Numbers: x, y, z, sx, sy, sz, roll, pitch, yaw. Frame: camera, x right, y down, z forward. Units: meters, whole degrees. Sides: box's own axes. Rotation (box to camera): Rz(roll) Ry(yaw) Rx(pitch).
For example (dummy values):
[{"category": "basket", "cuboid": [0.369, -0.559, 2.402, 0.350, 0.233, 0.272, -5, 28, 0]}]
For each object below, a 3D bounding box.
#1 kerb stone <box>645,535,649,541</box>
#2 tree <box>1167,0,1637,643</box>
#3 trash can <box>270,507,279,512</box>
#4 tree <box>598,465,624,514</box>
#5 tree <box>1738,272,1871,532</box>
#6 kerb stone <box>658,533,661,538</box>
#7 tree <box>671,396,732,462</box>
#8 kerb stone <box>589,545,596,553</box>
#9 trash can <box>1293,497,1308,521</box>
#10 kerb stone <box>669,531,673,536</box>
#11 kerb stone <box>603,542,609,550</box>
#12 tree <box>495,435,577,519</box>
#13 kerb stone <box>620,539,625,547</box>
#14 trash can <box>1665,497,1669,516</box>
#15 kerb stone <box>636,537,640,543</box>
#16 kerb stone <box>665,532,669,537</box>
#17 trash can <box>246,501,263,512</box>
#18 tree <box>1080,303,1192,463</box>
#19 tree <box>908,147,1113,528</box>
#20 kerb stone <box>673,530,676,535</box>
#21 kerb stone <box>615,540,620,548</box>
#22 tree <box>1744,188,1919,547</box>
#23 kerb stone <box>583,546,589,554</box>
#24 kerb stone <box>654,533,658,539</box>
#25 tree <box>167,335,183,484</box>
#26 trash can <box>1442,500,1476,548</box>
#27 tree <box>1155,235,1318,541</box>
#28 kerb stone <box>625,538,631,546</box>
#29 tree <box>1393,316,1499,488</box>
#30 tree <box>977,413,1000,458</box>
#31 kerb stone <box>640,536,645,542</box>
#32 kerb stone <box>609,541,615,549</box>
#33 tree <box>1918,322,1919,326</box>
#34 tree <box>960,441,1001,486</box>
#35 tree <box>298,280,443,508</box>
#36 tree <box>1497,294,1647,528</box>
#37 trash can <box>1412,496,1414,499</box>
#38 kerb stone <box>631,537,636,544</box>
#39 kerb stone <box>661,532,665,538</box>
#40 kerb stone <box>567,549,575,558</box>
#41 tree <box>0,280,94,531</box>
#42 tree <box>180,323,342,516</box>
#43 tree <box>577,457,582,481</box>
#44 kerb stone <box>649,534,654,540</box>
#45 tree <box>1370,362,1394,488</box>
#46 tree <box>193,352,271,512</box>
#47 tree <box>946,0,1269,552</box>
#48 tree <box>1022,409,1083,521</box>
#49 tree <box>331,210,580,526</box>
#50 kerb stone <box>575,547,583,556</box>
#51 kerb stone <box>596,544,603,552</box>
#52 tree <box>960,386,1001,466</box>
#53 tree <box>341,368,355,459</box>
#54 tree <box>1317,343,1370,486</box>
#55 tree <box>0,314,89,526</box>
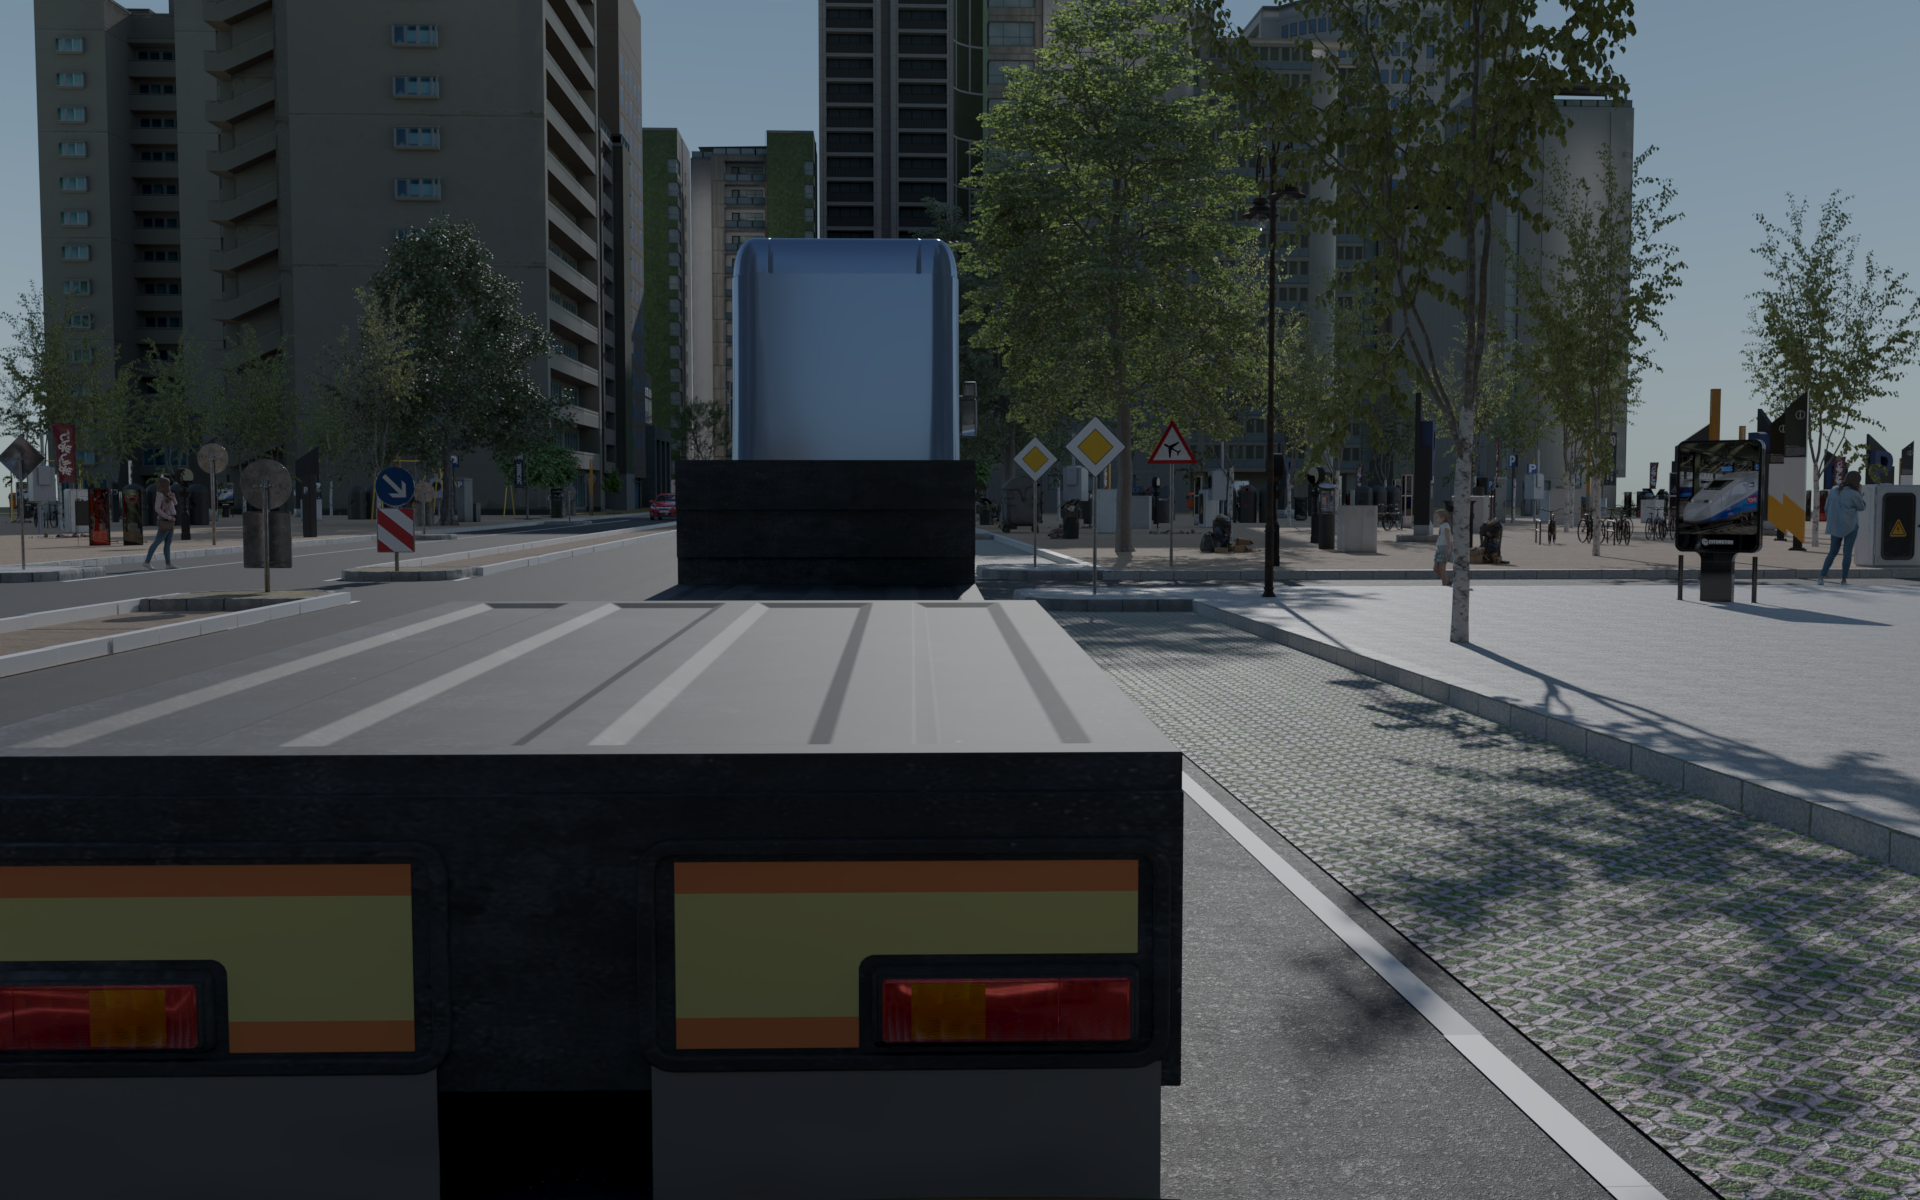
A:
[{"category": "kerb stone", "cuboid": [-9.596, -1.844, 52.384, 0.120, 0.150, 1.000, 0, 4, -3]}, {"category": "tree", "cuboid": [4.170, -3.950, 14.939, 4.737, 8.622, 4.395, 0, 3, 0]}, {"category": "trash can", "cuboid": [-31.697, -4.171, 79.844, 0.748, 1.137, 0.748, 0, 3, 0]}, {"category": "tree", "cuboid": [-22.726, -7.294, 113.852, 1.663, 3.219, 1.824, 0, 3, 0]}, {"category": "tree", "cuboid": [28.202, -6.608, 58.400, 4.360, 8.622, 3.978, 0, 3, 0]}, {"category": "kerb stone", "cuboid": [-9.763, -2.034, 55.446, 0.120, 0.150, 1.000, 0, 4, -3]}, {"category": "tree", "cuboid": [-27.053, -15.660, 181.793, 9.928, 11.665, 9.643, 0, 3, 0]}, {"category": "kerb stone", "cuboid": [-9.054, -1.215, 42.137, 0.120, 0.150, 1.000, 0, 4, -3]}, {"category": "trash can", "cuboid": [16.322, -4.361, 82.960, 0.748, 1.137, 0.748, 0, 3, 0]}, {"category": "kerb stone", "cuboid": [-9.918, -2.223, 58.533, 0.120, 0.150, 1.000, 0, 4, -3]}, {"category": "kerb stone", "cuboid": [-9.158, -1.343, 44.182, 0.120, 0.150, 1.000, 0, 4, -3]}, {"category": "tree", "cuboid": [-22.259, -6.437, 88.967, 4.285, 4.588, 4.351, 0, 3, 0]}, {"category": "kerb stone", "cuboid": [-9.332, -1.532, 47.246, 0.120, 0.150, 1.000, 0, 4, -3]}, {"category": "trash can", "cuboid": [41.397, -5.454, 100.820, 0.748, 1.137, 0.748, 0, 3, 0]}, {"category": "kerb stone", "cuboid": [-9.493, -1.717, 50.332, 0.120, 0.150, 1.000, 0, 4, -3]}, {"category": "kerb stone", "cuboid": [-9.868, -2.157, 57.512, 0.120, 0.150, 1.000, 0, 4, -3]}, {"category": "trash can", "cuboid": [-32.045, -4.092, 78.552, 0.748, 1.137, 0.748, 0, 3, 0]}, {"category": "tree", "cuboid": [9.134, -10.200, 92.533, 9.928, 11.665, 9.643, 0, 3, 0]}, {"category": "tree", "cuboid": [1.789, -9.659, 64.584, 9.857, 13.997, 8.962, 0, 3, 0]}, {"category": "kerb stone", "cuboid": [-9.976, -2.276, 59.555, 0.120, 0.150, 1.000, 0, 4, -3]}, {"category": "kerb stone", "cuboid": [-9.272, -1.470, 46.226, 0.120, 0.150, 1.000, 0, 4, -3]}, {"category": "tree", "cuboid": [20.956, -5.596, 41.851, 4.737, 8.622, 4.395, 0, 3, 0]}, {"category": "kerb stone", "cuboid": [-8.999, -1.157, 41.116, 0.120, 0.150, 1.000, 0, 4, -3]}, {"category": "kerb stone", "cuboid": [-9.702, -1.971, 54.425, 0.120, 0.150, 1.000, 0, 4, -3]}, {"category": "tree", "cuboid": [-35.326, -7.818, 78.188, 4.737, 8.622, 4.395, 0, 3, 0]}, {"category": "trash can", "cuboid": [11.128, -1.649, 38.616, 0.748, 1.137, 0.748, 0, 3, 0]}, {"category": "tree", "cuboid": [7.458, -5.964, 47.874, 4.360, 8.622, 3.978, 0, 3, 0]}, {"category": "kerb stone", "cuboid": [-9.376, -1.595, 48.278, 0.120, 0.150, 1.000, 0, 4, -3]}, {"category": "tree", "cuboid": [20.964, -7.389, 71.168, 4.360, 8.622, 3.978, 0, 3, 0]}, {"category": "tree", "cuboid": [-0.845, -10.675, 108.953, 8.767, 10.594, 7.601, -2, 4, -31]}, {"category": "kerb stone", "cuboid": [-9.540, -1.784, 51.358, 0.120, 0.150, 1.000, 0, 4, -3]}, {"category": "kerb stone", "cuboid": [-9.218, -1.407, 45.202, 0.120, 0.150, 1.000, 0, 4, -3]}, {"category": "tree", "cuboid": [21.154, -5.101, 33.759, 4.360, 8.622, 3.978, 0, 3, 0]}, {"category": "tree", "cuboid": [0.508, -6.613, 91.844, 4.285, 4.588, 4.351, 0, 3, 0]}, {"category": "tree", "cuboid": [-20.162, -6.676, 59.514, 4.360, 8.622, 3.978, 0, 3, 0]}, {"category": "tree", "cuboid": [23.132, -6.990, 64.647, 4.360, 8.622, 3.978, 0, 3, 0]}, {"category": "trash can", "cuboid": [27.529, -5.695, 104.763, 0.748, 1.137, 0.748, 0, 3, 0]}, {"category": "kerb stone", "cuboid": [-9.437, -1.658, 49.311, 0.120, 0.150, 1.000, 0, 4, -3]}, {"category": "kerb stone", "cuboid": [-9.818, -2.097, 56.477, 0.120, 0.150, 1.000, 0, 4, -3]}, {"category": "kerb stone", "cuboid": [-8.896, -1.027, 39.063, 0.120, 0.150, 1.000, 0, 4, -3]}, {"category": "tree", "cuboid": [-31.195, -6.724, 60.295, 4.737, 8.622, 4.395, 0, 3, 0]}, {"category": "tree", "cuboid": [-29.852, -7.578, 74.259, 4.737, 8.622, 4.395, 0, 3, 0]}, {"category": "tree", "cuboid": [-22.779, -6.909, 96.674, 4.285, 4.588, 4.351, 0, 3, 0]}, {"category": "kerb stone", "cuboid": [-9.652, -1.907, 53.405, 0.120, 0.150, 1.000, 0, 4, -3]}, {"category": "tree", "cuboid": [22.425, -8.611, 91.148, 4.360, 8.622, 3.978, 0, 3, 0]}, {"category": "tree", "cuboid": [-37.020, -8.488, 89.138, 4.360, 8.622, 3.978, 0, 3, 0]}, {"category": "tree", "cuboid": [3.252, -7.341, 38.153, 7.486, 12.596, 7.792, 0, 3, 0]}, {"category": "tree", "cuboid": [4.510, -8.115, 83.042, 4.360, 8.622, 3.978, 0, 3, 0]}, {"category": "tree", "cuboid": [-20.862, -9.383, 70.415, 9.611, 12.733, 9.660, 0, 3, 0]}, {"category": "kerb stone", "cuboid": [-8.941, -1.095, 40.094, 0.120, 0.150, 1.000, 0, 4, -3]}, {"category": "kerb stone", "cuboid": [-9.098, -1.282, 43.161, 0.120, 0.150, 1.000, 0, 4, -3]}, {"category": "tree", "cuboid": [1.019, -9.154, 100.036, 4.737, 8.622, 4.395, 0, 3, 0]}, {"category": "tree", "cuboid": [-36.853, -9.232, 101.312, 4.737, 8.622, 4.395, 0, 3, 0]}, {"category": "tree", "cuboid": [12.959, -7.156, 67.357, 4.360, 8.622, 3.978, 0, 3, 0]}, {"category": "tree", "cuboid": [-37.544, -7.334, 70.277, 4.360, 8.622, 3.978, 0, 3, 0]}]
